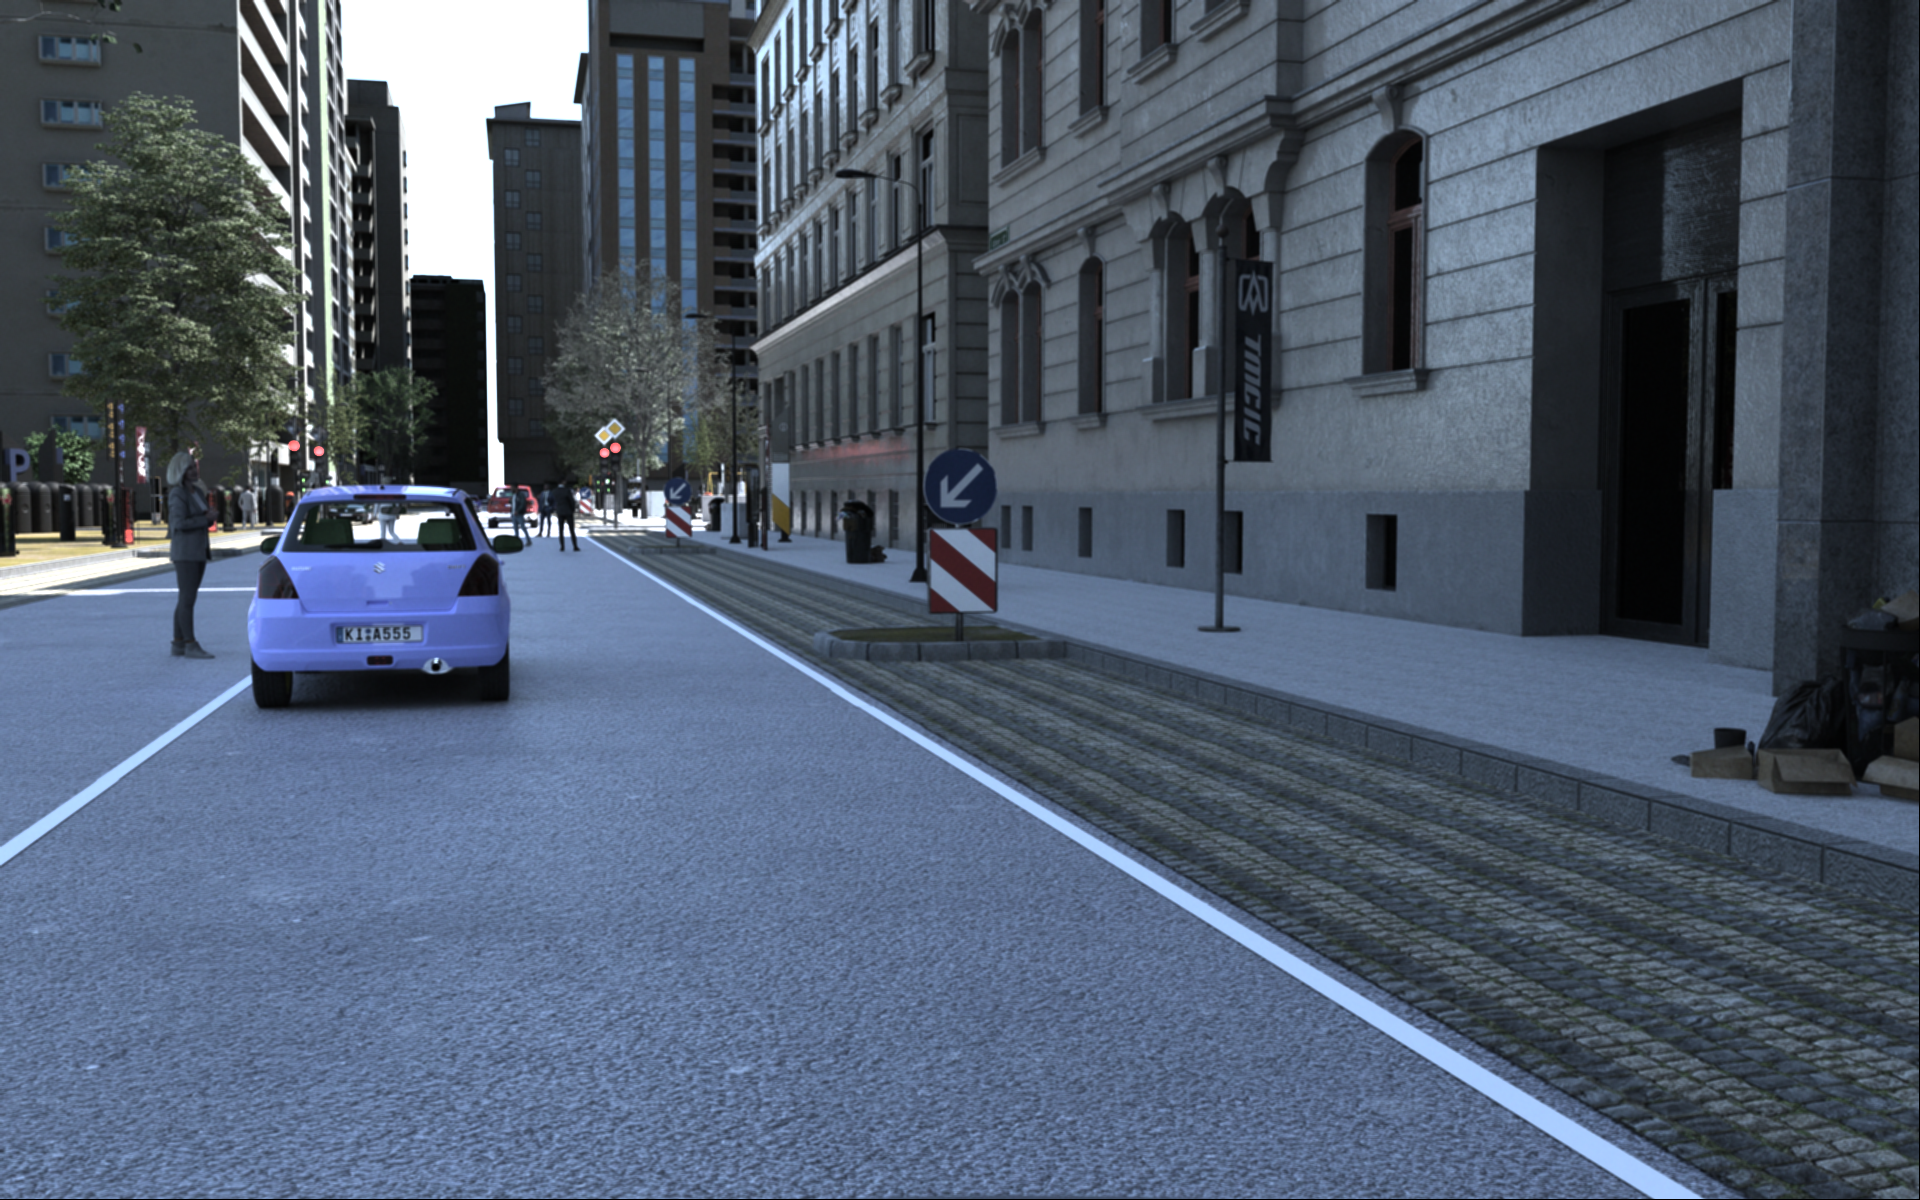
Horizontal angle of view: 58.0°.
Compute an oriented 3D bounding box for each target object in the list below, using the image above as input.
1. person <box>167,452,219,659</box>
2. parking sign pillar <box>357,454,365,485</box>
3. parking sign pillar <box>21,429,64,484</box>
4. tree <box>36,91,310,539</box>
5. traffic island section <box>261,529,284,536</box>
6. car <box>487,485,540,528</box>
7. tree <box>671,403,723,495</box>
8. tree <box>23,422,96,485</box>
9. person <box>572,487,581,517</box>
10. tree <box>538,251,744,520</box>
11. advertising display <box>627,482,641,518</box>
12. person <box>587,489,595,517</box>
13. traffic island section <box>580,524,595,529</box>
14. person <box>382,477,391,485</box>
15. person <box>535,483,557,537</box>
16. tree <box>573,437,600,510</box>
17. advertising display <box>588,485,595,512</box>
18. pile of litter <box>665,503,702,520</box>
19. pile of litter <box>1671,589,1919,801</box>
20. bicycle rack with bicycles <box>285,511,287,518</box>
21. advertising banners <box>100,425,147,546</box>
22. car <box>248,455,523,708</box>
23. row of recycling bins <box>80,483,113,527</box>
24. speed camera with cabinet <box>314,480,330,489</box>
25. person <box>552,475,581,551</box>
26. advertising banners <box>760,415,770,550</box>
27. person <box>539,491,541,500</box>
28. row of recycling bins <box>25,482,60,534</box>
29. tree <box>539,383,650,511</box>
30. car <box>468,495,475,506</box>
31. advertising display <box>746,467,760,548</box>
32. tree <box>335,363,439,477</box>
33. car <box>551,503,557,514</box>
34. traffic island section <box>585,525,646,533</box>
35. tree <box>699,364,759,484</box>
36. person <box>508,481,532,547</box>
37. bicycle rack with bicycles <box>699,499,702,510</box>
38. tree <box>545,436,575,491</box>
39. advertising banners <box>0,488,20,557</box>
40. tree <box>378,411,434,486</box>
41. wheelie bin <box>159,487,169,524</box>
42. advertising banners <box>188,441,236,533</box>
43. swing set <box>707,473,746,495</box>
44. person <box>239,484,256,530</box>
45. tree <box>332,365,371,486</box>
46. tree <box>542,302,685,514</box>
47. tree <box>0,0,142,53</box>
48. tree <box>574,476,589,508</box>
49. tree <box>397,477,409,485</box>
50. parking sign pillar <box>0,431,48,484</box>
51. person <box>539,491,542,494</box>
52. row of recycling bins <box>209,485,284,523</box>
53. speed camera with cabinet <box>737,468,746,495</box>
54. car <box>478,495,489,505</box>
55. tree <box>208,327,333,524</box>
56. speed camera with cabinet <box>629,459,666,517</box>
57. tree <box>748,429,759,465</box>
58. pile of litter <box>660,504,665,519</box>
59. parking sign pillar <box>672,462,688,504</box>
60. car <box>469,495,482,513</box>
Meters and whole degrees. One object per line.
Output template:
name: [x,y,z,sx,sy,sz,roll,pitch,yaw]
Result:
person: [-6.740,-0.405,15.300,0.526,1.800,0.537,1,4,9]
parking sign pillar: [-40.637,-7.890,117.470,1.447,3.967,1.447,-1,4,-22]
parking sign pillar: [-37.843,-5.115,72.107,1.447,3.967,1.447,3,4,37]
tree: [-22.565,-8.062,49.938,7.486,12.596,7.792,0,3,0]
traffic island section: [-23.502,-2.389,61.346,2.009,0.180,2.903,-1,4,-14]
car: [-19.064,-3.994,73.979,2.281,1.827,5.304,-1,4,-13]
tree: [-20.245,-11.328,135.574,4.737,8.622,4.395,0,3,0]
tree: [-41.241,-5.852,79.387,4.285,4.588,4.351,0,3,0]
person: [-21.974,-5.534,99.075,0.850,1.850,0.679,2,4,27]
tree: [-16.089,-10.837,87.555,12.009,13.543,11.850,0,3,0]
advertising display: [-17.745,-5.464,94.556,0.974,1.923,0.123,2,4,30]
person: [-20.925,-5.427,98.231,0.512,1.701,0.522,1,4,12]
traffic island section: [-14.698,-3.031,71.840,2.009,0.180,2.903,-1,4,-14]
person: [-13.453,-1.984,40.813,0.818,1.842,0.514,2,4,30]
person: [-13.934,-3.034,58.292,0.721,1.800,0.419,1,4,9]
tree: [-29.742,-11.607,140.144,4.737,8.622,4.395,0,3,0]
advertising display: [-26.011,-7.157,122.230,0.123,1.923,0.974,-2,4,-33]
pile of litter: [-13.534,-4.421,86.242,1.719,0.858,1.176,3,4,36]
pile of litter: [4.000,0.392,7.556,1.176,0.858,1.719,-2,4,-24]
bicycle rack with bicycles: [-33.960,-4.313,83.893,2.925,0.926,2.852,0,4,8]
advertising banners: [-21.051,-2.906,43.701,0.090,3.025,2.074,0,4,5]
car: [-4.286,-0.213,13.075,1.945,1.707,3.694,-1,4,-16]
row of recycling bins: [-34.067,-3.694,67.517,1.069,1.692,3.534,0,4,2]
speed camera with cabinet: [-40.041,-7.069,109.910,2.038,3.252,0.660,3,5,44]
person: [-9.950,-2.192,43.695,0.648,1.900,0.474,0,4,5]
advertising banners: [-4.456,-2.651,39.536,0.090,3.025,2.074,-1,4,-10]
person: [-43.636,-10.425,179.744,0.721,1.735,1.217,0,4,5]
row of recycling bins: [-30.606,-3.033,56.710,1.069,1.692,3.534,1,4,10]
tree: [-27.862,-12.162,133.269,8.767,10.594,7.601,-2,4,-23]
car: [-32.516,-6.147,112.508,2.014,1.417,4.499,-1,4,-15]
advertising display: [-4.997,-2.239,41.821,0.123,1.923,0.974,0,4,6]
tree: [-45.118,-12.871,136.188,9.928,11.665,9.643,0,3,0]
car: [-29.100,-6.980,126.708,1.945,1.354,3.894,-1,4,-15]
traffic island section: [-12.709,-2.558,64.105,2.009,0.180,2.903,-1,4,-14]
tree: [-12.730,-9.015,97.761,4.360,8.622,3.978,0,3,0]
person: [-12.054,-2.348,47.236,0.623,1.781,0.721,2,4,32]
bicycle rack with bicycles: [-20.658,-7.809,141.063,2.852,0.926,2.925,0,4,-3]
tree: [-49.864,-16.283,216.595,4.360,8.622,3.978,0,3,0]
advertising banners: [-19.543,-2.346,34.543,0.090,3.025,2.074,0,4,8]
tree: [-50.209,-12.680,157.686,4.360,8.622,3.978,0,3,0]
wheelie bin: [-34.103,-4.100,74.943,0.980,1.594,0.693,-2,4,-28]
advertising banners: [-24.915,-3.758,57.627,0.090,3.025,2.074,1,4,20]
swing set: [-16.966,-7.969,127.905,3.119,2.851,2.862,-1,4,-21]
person: [-26.173,-3.355,63.632,0.678,1.792,0.850,0,4,-7]
tree: [-34.988,-8.981,97.210,4.737,8.622,4.395,0,3,0]
tree: [-22.630,-12.671,113.831,9.857,13.997,8.962,0,3,0]
tree: [-17.397,-10.338,24.912,12.611,20.169,13.585,0,3,0]
tree: [-35.271,-10.140,160.383,1.663,3.219,1.824,0,3,0]
tree: [-55.891,-11.009,174.605,1.663,3.219,1.824,0,3,0]
parking sign pillar: [-40.437,-5.247,74.259,1.447,3.967,1.447,1,4,17]
person: [-46.205,-11.163,191.035,1.348,1.821,0.705,0,4,-8]
row of recycling bins: [-31.572,-4.246,76.540,3.534,1.692,1.069,0,4,8]
speed camera with cabinet: [-16.238,-8.358,130.996,0.660,3.252,2.038,2,4,33]
car: [-54.615,-11.398,198.929,1.945,1.354,3.894,-1,4,-13]
tree: [-29.990,-7.544,73.704,4.737,8.622,4.395,0,3,0]
speed camera with cabinet: [-17.558,-6.293,97.219,2.038,3.252,0.660,-3,5,-41]
tree: [-14.759,-11.587,139.814,4.737,8.622,4.395,0,3,0]
pile of litter: [-14.981,-4.658,90.122,1.176,0.858,1.719,-2,4,-28]
parking sign pillar: [-23.416,-9.569,144.927,1.447,3.967,1.447,2,4,24]
car: [-37.746,-7.382,133.277,1.945,1.354,3.894,-1,4,-13]
